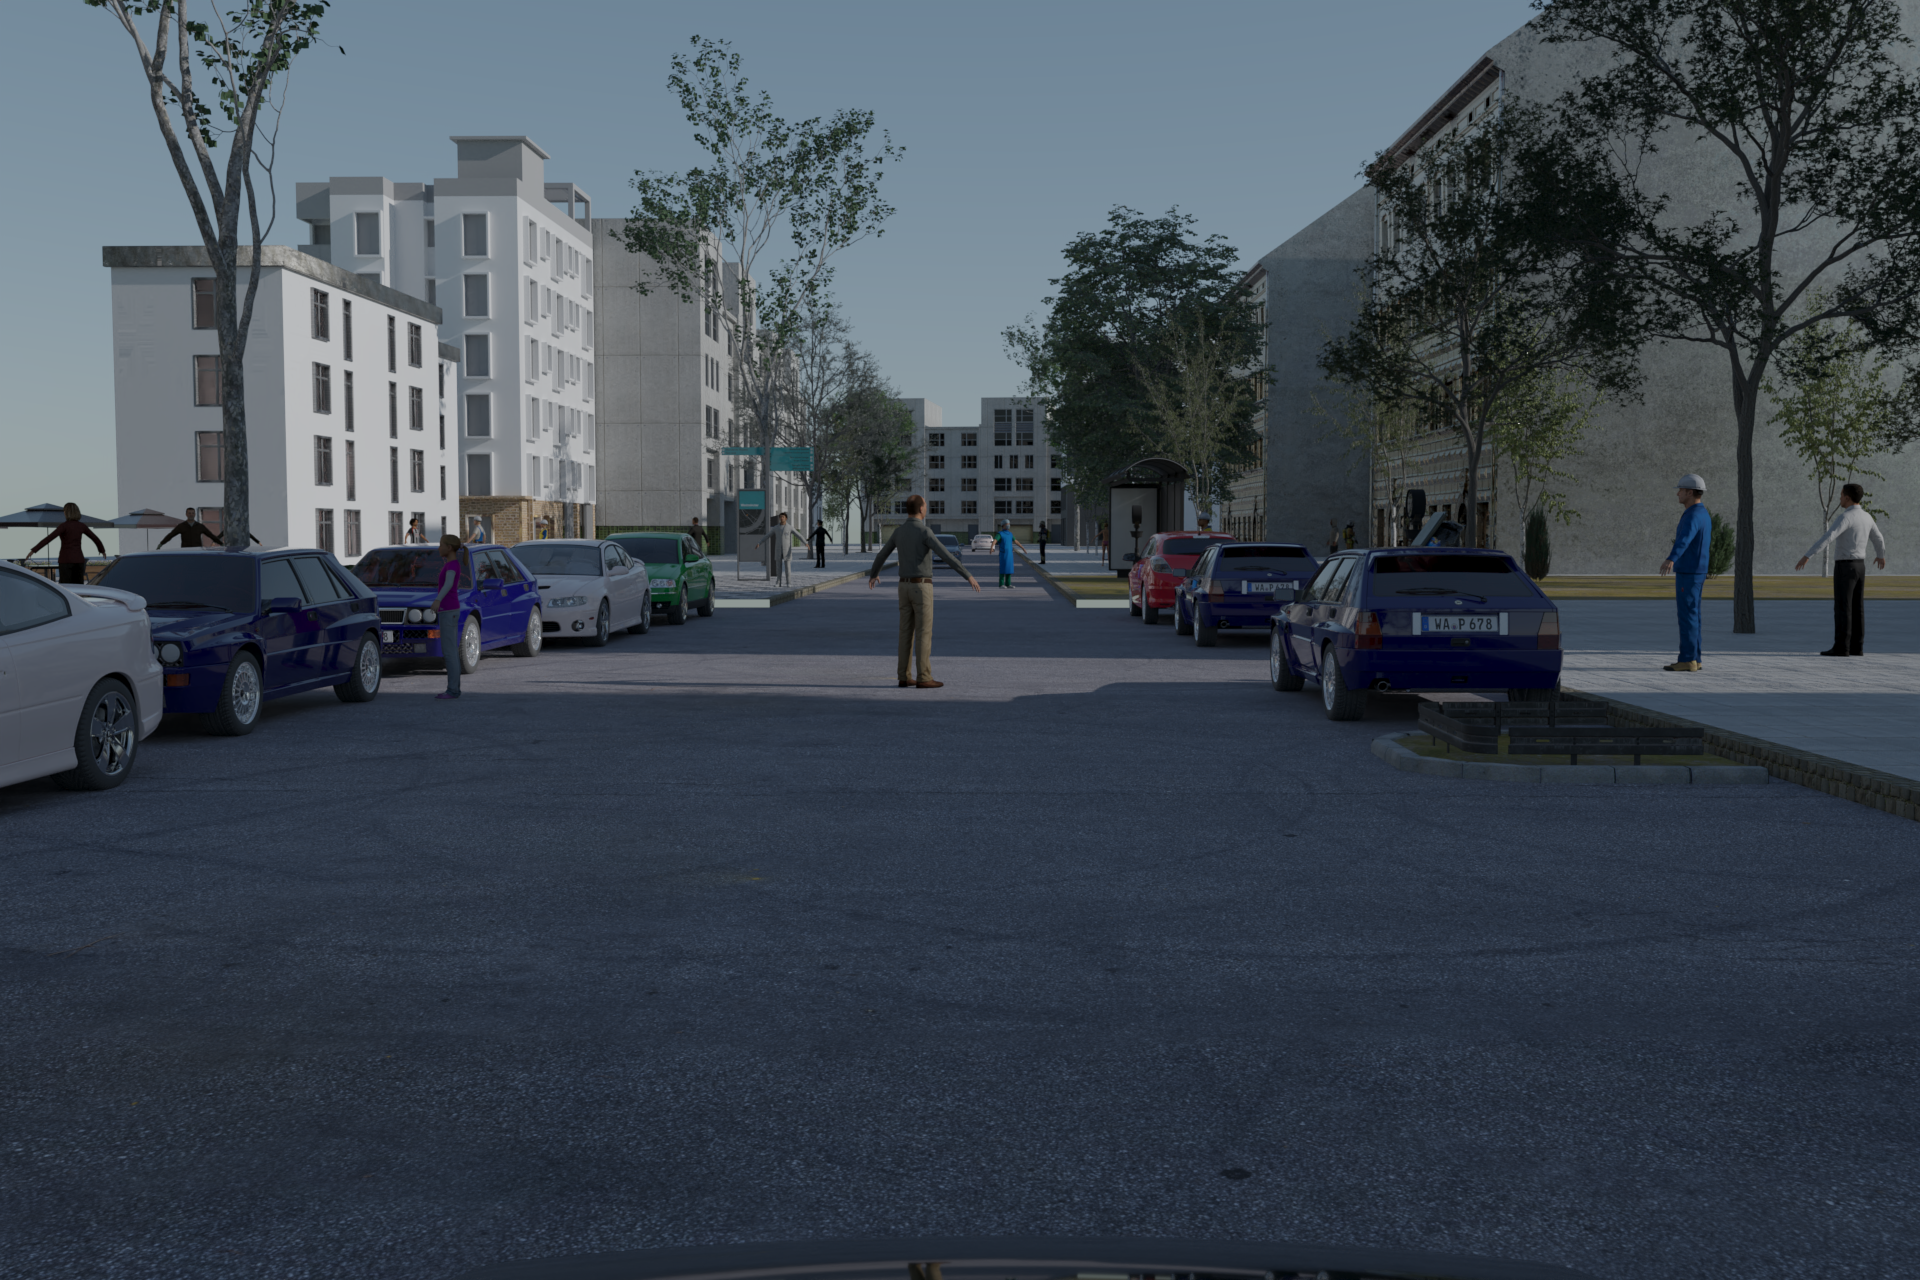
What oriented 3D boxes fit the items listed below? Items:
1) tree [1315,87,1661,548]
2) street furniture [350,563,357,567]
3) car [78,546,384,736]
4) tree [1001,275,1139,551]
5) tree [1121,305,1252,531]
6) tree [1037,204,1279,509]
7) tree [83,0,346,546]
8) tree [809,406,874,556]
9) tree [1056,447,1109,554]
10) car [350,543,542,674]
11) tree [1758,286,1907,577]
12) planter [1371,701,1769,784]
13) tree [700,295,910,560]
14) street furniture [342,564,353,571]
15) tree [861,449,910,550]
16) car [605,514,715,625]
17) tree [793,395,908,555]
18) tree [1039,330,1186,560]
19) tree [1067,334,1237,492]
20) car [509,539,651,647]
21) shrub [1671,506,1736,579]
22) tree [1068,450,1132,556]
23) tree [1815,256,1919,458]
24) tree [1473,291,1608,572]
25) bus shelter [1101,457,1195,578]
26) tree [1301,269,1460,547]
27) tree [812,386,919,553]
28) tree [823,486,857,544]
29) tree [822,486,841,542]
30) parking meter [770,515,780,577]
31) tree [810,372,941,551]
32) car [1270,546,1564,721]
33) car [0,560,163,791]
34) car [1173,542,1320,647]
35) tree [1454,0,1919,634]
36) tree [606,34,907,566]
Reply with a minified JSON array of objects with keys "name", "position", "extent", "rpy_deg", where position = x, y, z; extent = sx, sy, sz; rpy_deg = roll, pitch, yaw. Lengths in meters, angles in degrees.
[{"name":"tree","position":[10.857,-6.191,35.635],"extent":[7.601,10.594,8.767],"rpy_deg":[-1,4,-22]},{"name":"street furniture","position":[-12.618,-2.074,49.529],"extent":[10.072,0.657,5.734],"rpy_deg":[0,4,-1]},{"name":"car","position":[-5.908,-0.057,13.517],"extent":[1.945,1.354,3.894],"rpy_deg":[0,4,1]},{"name":"tree","position":[9.177,-16.642,127.992],"extent":[12.611,20.169,13.585],"rpy_deg":[0,3,0]},{"name":"tree","position":[7.839,-6.402,55.032],"extent":[4.360,8.622,3.978],"rpy_deg":[0,3,0]},{"name":"tree","position":[7.383,-9.740,65.897],"extent":[9.857,13.997,8.962],"rpy_deg":[0,3,0]},{"name":"tree","position":[-12.911,-10.444,26.645],"extent":[12.611,20.169,13.585],"rpy_deg":[0,3,0]},{"name":"tree","position":[-6.635,-9.112,99.336],"extent":[4.360,8.622,3.978],"rpy_deg":[0,3,0]},{"name":"tree","position":[8.209,-9.857,111.522],"extent":[4.737,8.622,4.395],"rpy_deg":[0,3,0]},{"name":"car","position":[-5.813,-0.387,18.913],"extent":[1.945,1.354,3.894],"rpy_deg":[0,4,1]},{"name":"tree","position":[25.596,-6.151,50.931],"extent":[4.737,8.622,4.395],"rpy_deg":[0,3,0]},{"name":"planter","position":[3.677,0.624,10.946],"extent":[1.991,0.319,1.994],"rpy_deg":[0,4,2]},{"name":"tree","position":[-7.529,-10.840,87.601],"extent":[12.009,13.543,11.850],"rpy_deg":[0,3,0]},{"name":"street furniture","position":[-13.225,-1.531,40.666],"extent":[5.734,0.657,10.072],"rpy_deg":[3,4,38]},{"name":"tree","position":[-6.501,-11.531,138.895],"extent":[4.360,8.622,3.978],"rpy_deg":[0,3,0]},{"name":"car","position":[-5.202,-1.219,28.732],"extent":[1.959,1.807,4.718],"rpy_deg":[0,4,1]},{"name":"tree","position":[-6.813,-10.639,108.354],"extent":[7.601,10.594,8.767],"rpy_deg":[-1,4,-16]},{"name":"tree","position":[7.706,-9.799,85.966],"extent":[9.928,11.665,9.643],"rpy_deg":[0,3,0]},{"name":"tree","position":[8.358,-8.772,77.837],"extent":[8.767,10.594,7.601],"rpy_deg":[0,4,6]},{"name":"car","position":[-5.424,-0.683,23.528],"extent":[2.083,1.381,4.827],"rpy_deg":[0,4,1]},{"name":"shrub","position":[21.198,-2.768,49.294],"extent":[1.661,2.075,1.752],"rpy_deg":[0,3,0]},{"name":"tree","position":[7.931,-9.334,102.973],"extent":[4.360,8.622,3.978],"rpy_deg":[0,3,0]},{"name":"tree","position":[25.564,-6.573,41.879],"extent":[8.767,10.594,7.601],"rpy_deg":[-2,4,-24]},{"name":"tree","position":[17.005,-6.211,51.909],"extent":[4.737,8.622,4.395],"rpy_deg":[0,3,0]},{"name":"bus shelter","position":[5.164,-3.329,48.351],"extent":[2.014,3.302,5.546],"rpy_deg":[0,4,0]},{"name":"tree","position":[12.054,-5.925,47.241],"extent":[4.360,8.622,3.978],"rpy_deg":[0,3,0]},{"name":"tree","position":[-6.567,-11.802,118.722],"extent":[9.928,11.665,9.643],"rpy_deg":[0,3,0]},{"name":"tree","position":[-15.817,-16.979,227.965],"extent":[4.737,8.622,4.395],"rpy_deg":[0,3,0]},{"name":"tree","position":[-17.369,-17.232,232.109],"extent":[4.737,8.622,4.395],"rpy_deg":[0,3,0]},{"name":"parking meter","position":[-5.639,-2.844,52.206],"extent":[0.399,1.863,0.255],"rpy_deg":[0,4,1]},{"name":"tree","position":[-6.595,-13.374,129.039],"extent":[12.009,13.543,11.850],"rpy_deg":[0,3,0]},{"name":"car","position":[3.708,-0.125,14.617],"extent":[1.945,1.354,3.894],"rpy_deg":[0,4,1]},{"name":"car","position":[-5.710,0.241,8.421],"extent":[2.083,1.381,4.827],"rpy_deg":[0,4,1]},{"name":"car","position":[3.889,-0.658,23.337],"extent":[1.945,1.354,3.894],"rpy_deg":[0,4,1]},{"name":"tree","position":[9.816,-5.360,22.048],"extent":[7.601,10.594,8.767],"rpy_deg":[-1,4,-14]},{"name":"tree","position":[-9.183,-13.017,68.712],"extent":[12.611,20.169,13.585],"rpy_deg":[0,3,0]}]
